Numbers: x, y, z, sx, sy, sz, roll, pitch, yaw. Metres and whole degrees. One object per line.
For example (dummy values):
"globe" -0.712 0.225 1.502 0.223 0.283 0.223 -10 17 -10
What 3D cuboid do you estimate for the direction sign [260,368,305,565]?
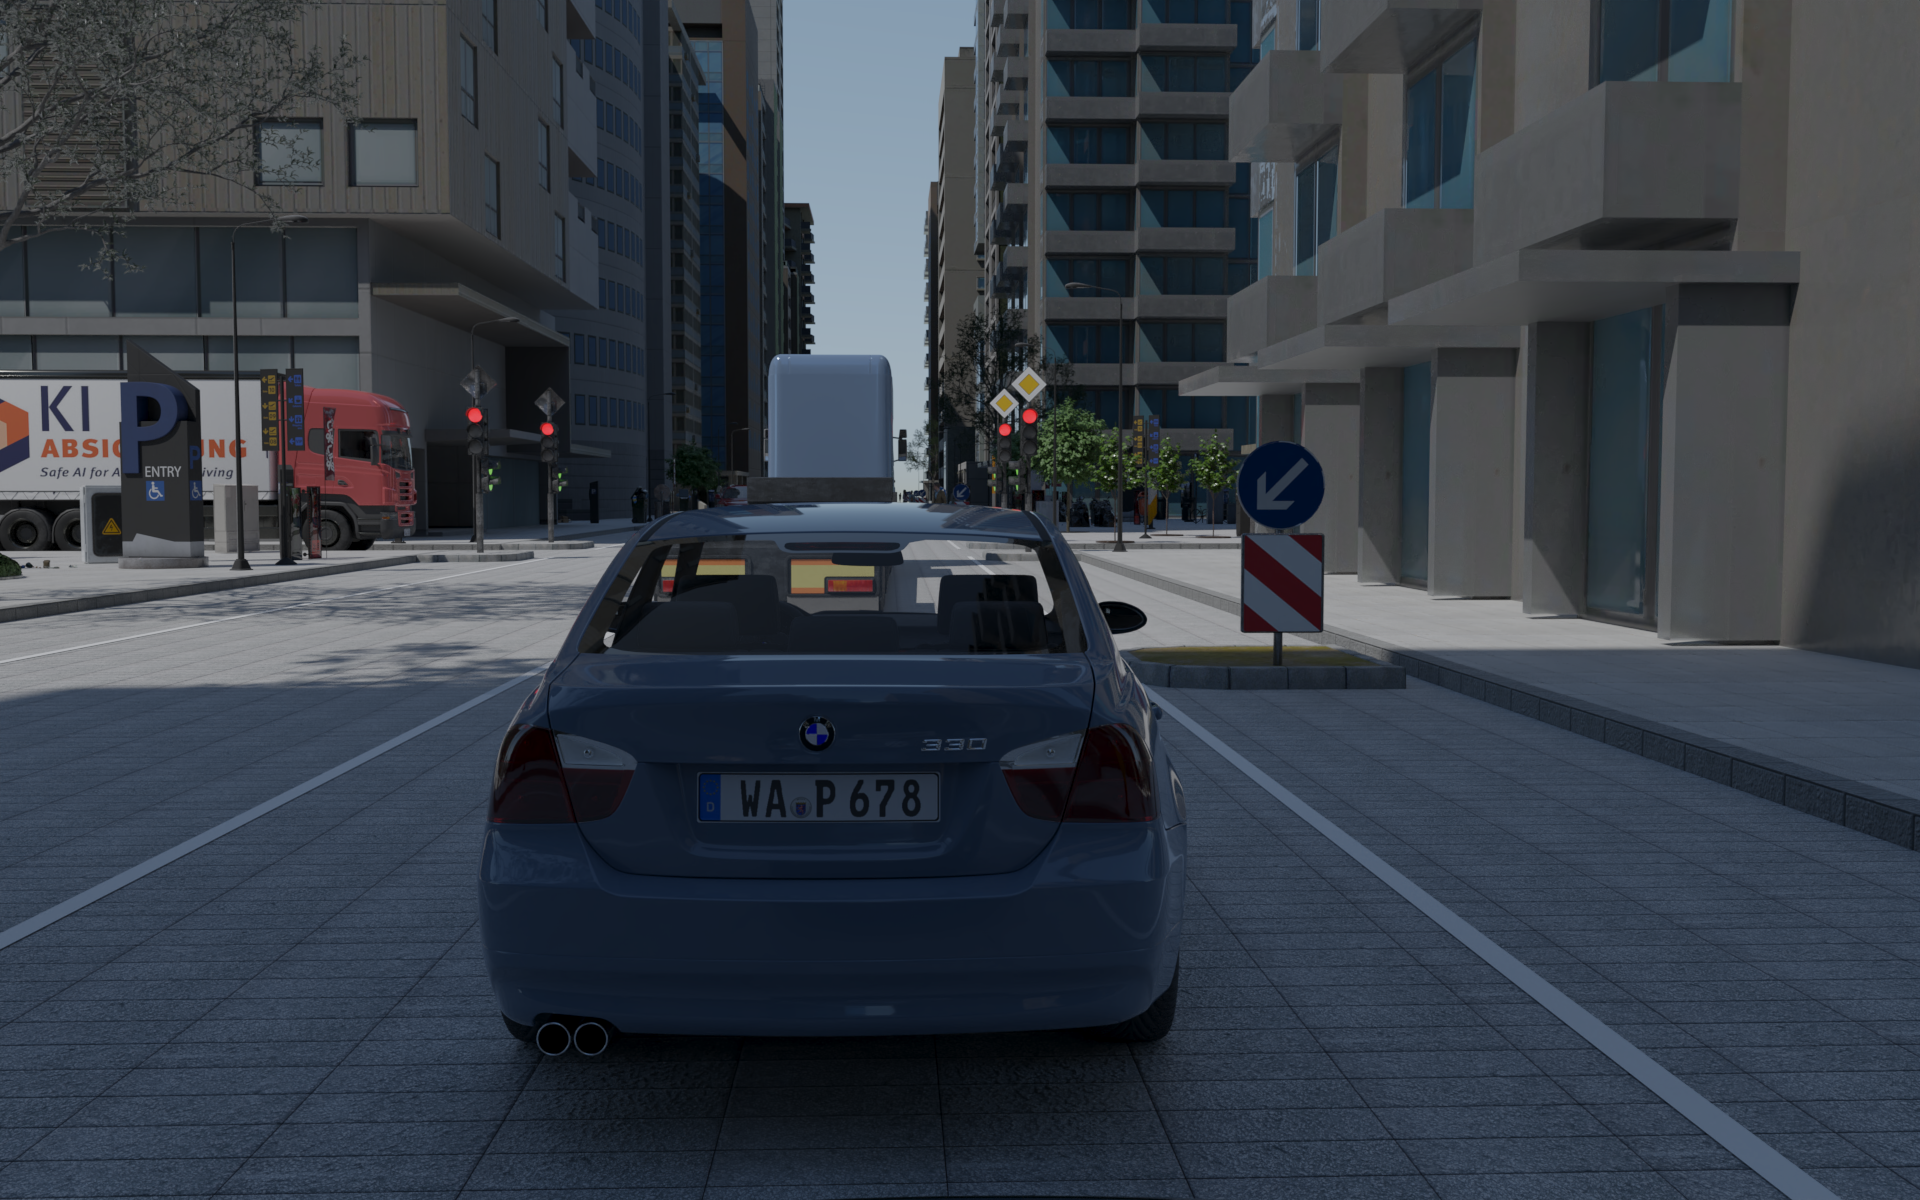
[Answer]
"direction sign" -12.237 -2.407 31.346 0.876 3.537 0.379 1 4 15

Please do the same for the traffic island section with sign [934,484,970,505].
"traffic island section with sign" -0.074 -3.672 68.659 1.989 1.847 2.006 0 4 -2

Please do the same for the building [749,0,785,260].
"building" -31.328 -48.254 227.208 20.563 71.187 20.611 0 4 -2

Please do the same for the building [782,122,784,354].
"building" -25.723 -30.341 179.666 14.154 41.232 14.086 0 4 -2

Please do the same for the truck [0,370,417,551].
"truck" -17.978 -3.151 40.433 11.283 4.237 2.839 0 4 -4

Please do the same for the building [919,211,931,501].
"building" 5.708 -39.461 264.798 23.786 49.044 30.456 0 4 -2

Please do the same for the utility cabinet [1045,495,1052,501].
"utility cabinet" 4.078 -4.586 86.147 1.020 1.237 0.306 -2 4 -33

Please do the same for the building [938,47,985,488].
"building" 8.650 -34.366 185.583 21.300 48.544 21.600 0 4 -2

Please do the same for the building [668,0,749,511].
"building" -32.828 -26.926 132.121 32.217 40.220 23.993 0 4 -2

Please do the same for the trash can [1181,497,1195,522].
"trash can" 10.511 -4.148 79.471 0.748 1.137 0.748 0 3 0

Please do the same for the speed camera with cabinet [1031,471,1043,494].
"speed camera with cabinet" 2.896 -4.421 66.617 0.660 3.252 2.038 0 4 5

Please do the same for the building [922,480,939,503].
"building" 11.327 -32.485 223.017 32.217 40.220 23.993 0 4 -2

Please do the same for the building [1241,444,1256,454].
"building" 24.622 -24.650 57.654 28.867 44.769 22.147 0 4 -2

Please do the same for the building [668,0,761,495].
"building" -24.980 -30.658 151.372 14.600 45.320 14.200 0 4 -2

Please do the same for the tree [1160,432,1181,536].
"tree" 6.443 -3.572 53.000 1.663 3.219 1.824 0 3 0

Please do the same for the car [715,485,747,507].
"car" -8.663 -3.742 69.852 2.281 1.827 5.304 0 4 -1

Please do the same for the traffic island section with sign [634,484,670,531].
"traffic island section with sign" -11.796 -3.671 68.652 1.989 1.847 2.006 0 4 -2

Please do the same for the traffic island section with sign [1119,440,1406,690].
"traffic island section with sign" 2.247 -0.306 13.630 1.989 1.847 2.006 0 4 -2

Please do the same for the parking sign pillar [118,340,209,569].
"parking sign pillar" -13.909 -2.549 30.149 1.447 3.967 1.447 1 4 9

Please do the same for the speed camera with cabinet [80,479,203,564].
"speed camera with cabinet" -15.320 -2.329 32.415 2.038 3.252 0.660 -2 4 -32

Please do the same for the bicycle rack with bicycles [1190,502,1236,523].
"bicycle rack with bicycles" 12.039 -3.877 76.764 2.852 0.926 2.925 -3 5 -41

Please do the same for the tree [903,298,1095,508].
"tree" 2.278 -9.010 81.724 8.767 10.594 7.601 1 4 11

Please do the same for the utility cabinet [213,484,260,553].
"utility cabinet" -15.798 -1.785 37.859 0.318 1.500 1.173 1 4 12

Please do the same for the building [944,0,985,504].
"building" 10.159 -51.715 158.213 22.319 86.520 31.000 0 4 -2

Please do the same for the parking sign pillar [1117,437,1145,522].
"parking sign pillar" 7.943 -5.592 79.906 1.447 3.967 1.447 -1 4 -10

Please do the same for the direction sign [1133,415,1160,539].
"direction sign" 5.352 -3.538 49.844 0.876 3.537 0.379 3 4 38

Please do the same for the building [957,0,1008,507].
"building" 10.476 -42.479 132.782 20.563 71.187 20.611 0 4 -2

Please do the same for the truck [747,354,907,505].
"truck" -2.323 -2.316 27.627 2.967 4.110 18.799 0 4 -2

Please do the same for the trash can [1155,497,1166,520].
"trash can" 9.969 -4.546 85.976 0.748 1.137 0.748 0 3 0

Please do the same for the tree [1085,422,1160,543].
"tree" 3.968 -3.106 45.388 1.663 3.219 1.824 0 3 0

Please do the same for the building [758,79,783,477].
"building" -24.820 -29.482 165.633 14.154 41.232 14.086 0 4 -2

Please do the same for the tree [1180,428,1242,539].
"tree" 7.517 -3.411 50.374 1.663 3.219 1.824 0 3 0

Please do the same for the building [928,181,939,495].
"building" 2.636 -36.191 241.837 14.600 45.320 14.200 0 4 -2

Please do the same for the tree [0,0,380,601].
"tree" -12.204 -6.708 20.042 12.009 13.543 11.850 0 3 0

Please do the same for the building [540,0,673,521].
"building" -27.903 -33.673 92.550 21.231 58.520 28.212 0 4 -2

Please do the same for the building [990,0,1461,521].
"building" 13.395 -29.681 104.886 23.786 49.044 30.456 0 4 -2

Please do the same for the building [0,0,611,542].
"building" -27.373 -28.605 56.930 28.713 52.752 27.495 0 4 -2

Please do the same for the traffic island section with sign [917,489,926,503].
"traffic island section with sign" -1.220 -5.350 96.103 1.989 1.847 2.006 0 4 -2

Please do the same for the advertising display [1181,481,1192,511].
"advertising display" 11.121 -4.889 85.147 0.123 1.923 0.974 -1 4 -20

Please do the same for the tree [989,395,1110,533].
"tree" 3.677 -4.514 57.521 4.285 4.588 4.351 0 3 0

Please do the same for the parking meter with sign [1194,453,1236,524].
"parking meter with sign" 10.901 -4.748 73.893 1.738 3.016 0.543 0 4 -1

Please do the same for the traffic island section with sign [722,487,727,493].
"traffic island section with sign" -12.929 -5.318 95.583 1.989 1.847 2.006 0 4 -2

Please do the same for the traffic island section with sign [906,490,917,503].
"traffic island section with sign" -3.293 -8.362 145.345 1.989 1.847 2.006 0 4 -2

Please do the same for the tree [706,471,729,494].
"tree" -16.648 -7.476 116.833 1.663 3.219 1.824 0 3 0

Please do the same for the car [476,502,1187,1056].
"car" -0.320 0.378 5.817 2.014 1.417 4.499 0 4 -1

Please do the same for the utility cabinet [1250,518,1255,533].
"utility cabinet" 9.347 -2.744 56.029 0.306 1.237 1.020 2 4 25

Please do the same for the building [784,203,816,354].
"building" -32.468 -36.578 252.681 22.147 44.769 28.867 0 4 -2

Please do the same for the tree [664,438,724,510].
"tree" -15.434 -7.136 100.390 4.285 4.588 4.351 0 3 0

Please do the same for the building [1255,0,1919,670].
"building" 16.109 -24.593 21.710 23.786 49.044 30.456 0 4 -2

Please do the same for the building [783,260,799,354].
"building" -26.952 -26.886 211.292 14.160 30.474 14.107 0 4 -2
